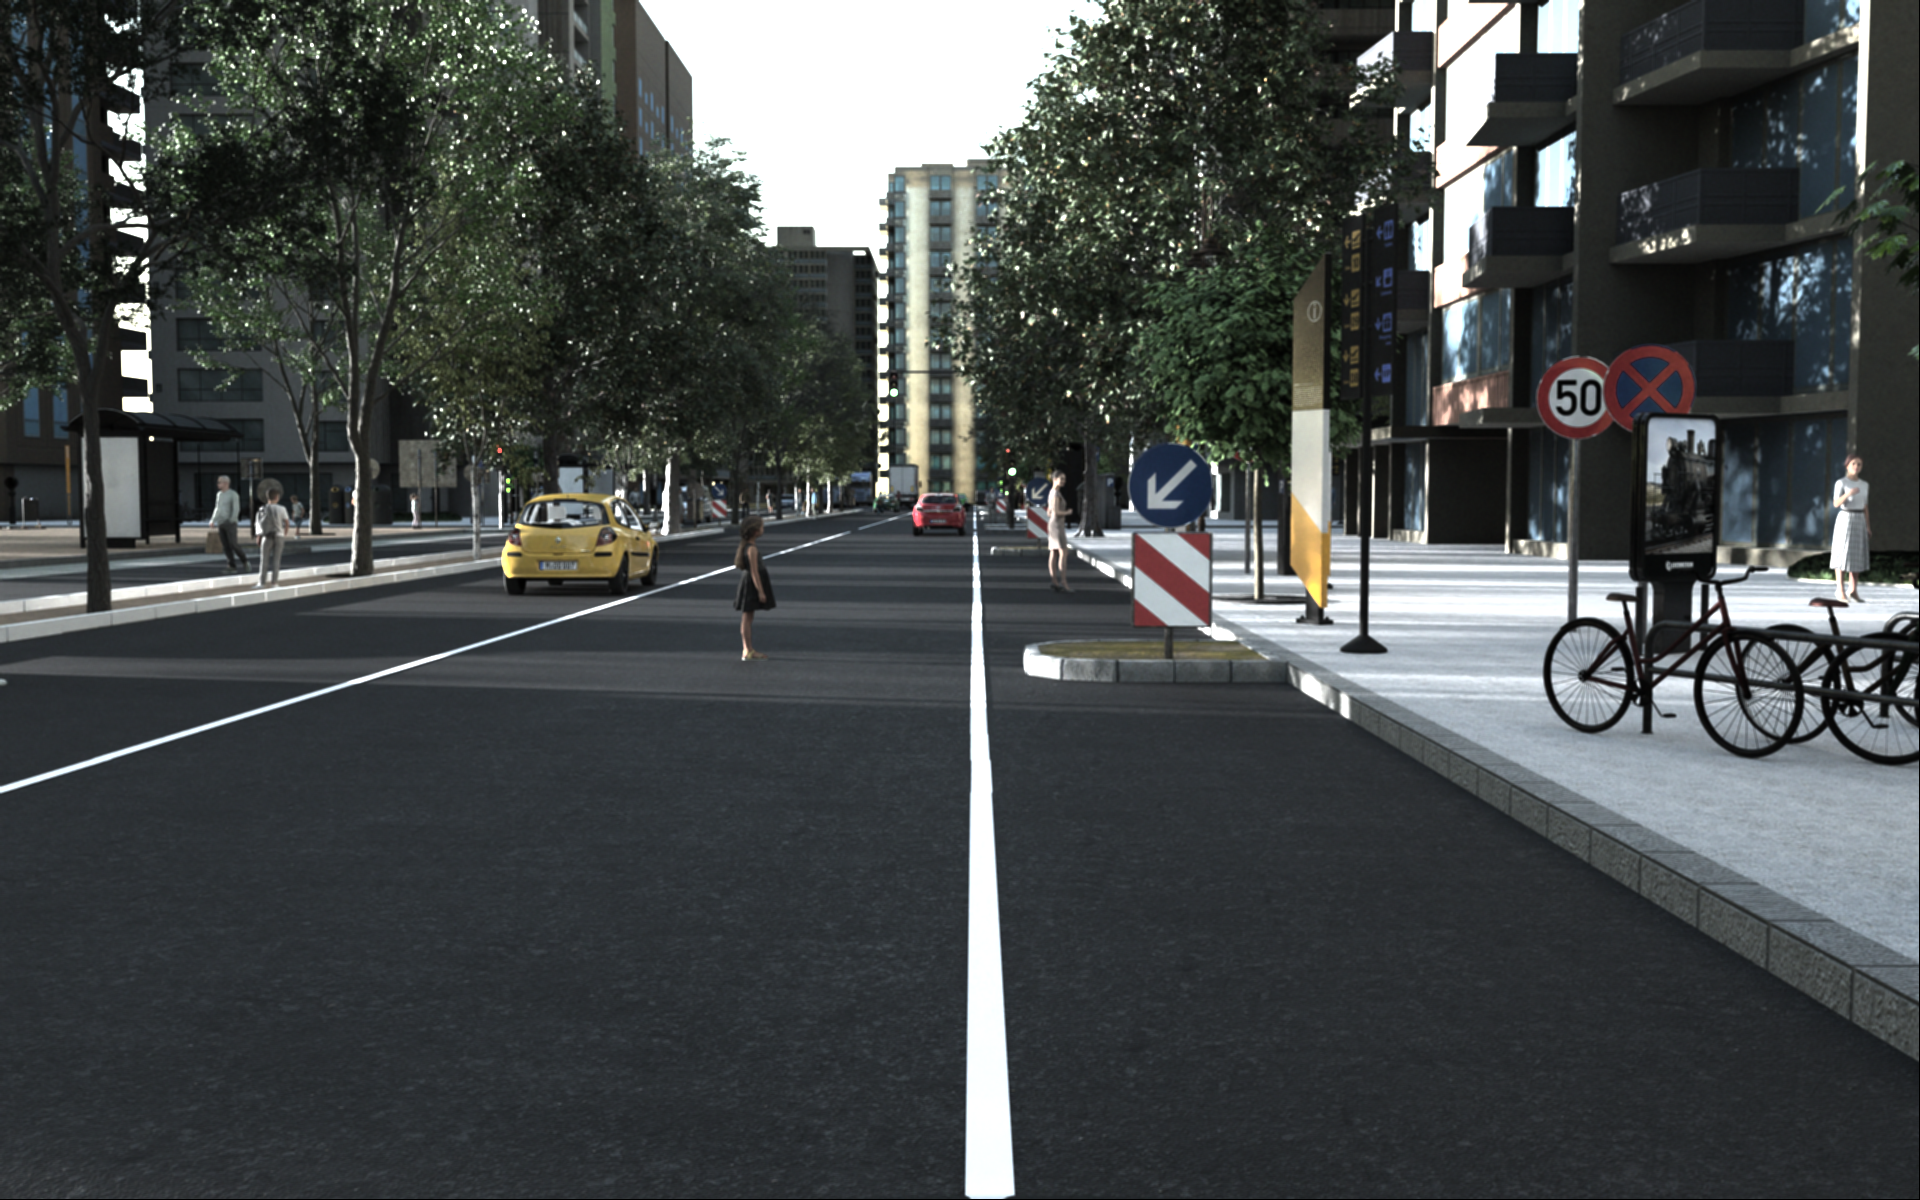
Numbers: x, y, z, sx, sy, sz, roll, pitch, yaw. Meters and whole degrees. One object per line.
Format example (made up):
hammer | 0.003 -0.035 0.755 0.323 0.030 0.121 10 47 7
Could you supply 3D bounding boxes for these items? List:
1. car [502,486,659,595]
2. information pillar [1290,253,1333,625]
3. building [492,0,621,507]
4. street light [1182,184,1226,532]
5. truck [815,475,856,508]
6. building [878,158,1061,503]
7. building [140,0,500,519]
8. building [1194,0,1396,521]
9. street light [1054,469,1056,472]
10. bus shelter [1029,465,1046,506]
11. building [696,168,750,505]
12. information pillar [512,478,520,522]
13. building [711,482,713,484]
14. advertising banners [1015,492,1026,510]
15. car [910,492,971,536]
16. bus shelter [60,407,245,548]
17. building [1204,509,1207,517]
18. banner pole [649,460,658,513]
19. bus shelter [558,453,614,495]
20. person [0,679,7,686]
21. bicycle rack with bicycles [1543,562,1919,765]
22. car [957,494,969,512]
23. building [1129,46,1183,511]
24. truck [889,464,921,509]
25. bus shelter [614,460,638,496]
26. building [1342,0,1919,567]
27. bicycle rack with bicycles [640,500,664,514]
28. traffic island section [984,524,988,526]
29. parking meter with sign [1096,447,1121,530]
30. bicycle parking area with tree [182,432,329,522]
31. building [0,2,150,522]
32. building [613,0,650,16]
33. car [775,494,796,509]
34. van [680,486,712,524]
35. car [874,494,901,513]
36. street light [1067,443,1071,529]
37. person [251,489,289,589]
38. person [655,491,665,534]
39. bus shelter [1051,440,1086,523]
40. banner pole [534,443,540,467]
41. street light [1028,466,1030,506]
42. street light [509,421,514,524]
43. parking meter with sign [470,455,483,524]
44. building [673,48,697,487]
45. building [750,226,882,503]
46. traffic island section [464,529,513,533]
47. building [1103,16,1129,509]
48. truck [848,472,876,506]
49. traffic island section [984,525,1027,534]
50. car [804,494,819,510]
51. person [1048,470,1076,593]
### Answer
car | -5.625 -0.968 26.054 2.015 1.641 3.980 0 4 -1
information pillar | 3.468 -1.574 17.096 0.183 3.616 0.504 -2 4 -29
building | -32.150 -26.708 120.267 14.154 41.232 14.086 0 4 0
street light | 3.674 -3.269 26.236 0.468 5.910 1.993 0 4 0
truck | -12.752 -11.612 179.610 2.967 4.110 18.799 0 4 1
building | 3.753 -38.537 249.693 30.456 49.044 23.786 0 4 0
building | -33.792 -19.675 93.383 14.160 30.474 14.107 0 4 0
building | 19.496 -19.317 87.540 14.107 30.474 14.160 0 4 0
street light | 3.988 -6.098 72.489 0.468 5.910 1.993 0 4 0
bus shelter | 5.015 -6.393 98.441 2.014 3.302 5.546 0 4 0
building | -38.643 -31.038 199.357 23.993 40.220 32.217 0 4 0
information pillar | -20.399 -4.581 79.383 0.304 2.012 0.304 1 4 14
building | -43.171 -29.037 246.461 14.107 30.474 14.160 0 4 0
advertising banners | 5.121 -8.862 141.078 2.074 3.025 0.090 3 4 36
car | -0.701 -3.184 61.094 2.155 1.783 4.494 0 4 1
bus shelter | -20.019 -3.021 43.323 2.014 3.302 5.546 0 4 0
building | 20.212 -25.674 103.363 14.154 41.232 14.086 0 4 0
banner pole | -19.617 -7.379 110.664 0.863 3.779 0.401 1 4 23
bus shelter | -19.559 -5.827 89.199 2.014 3.302 5.546 0 4 0
person | -7.503 -0.217 12.804 0.760 1.731 0.466 -2 4 -24
bicycle rack with bicycles | 4.772 0.293 8.590 2.852 0.926 2.925 -1 4 -21
car | -0.201 -8.098 141.194 1.959 1.807 4.718 0 4 -1
building | 23.652 -36.080 131.902 21.231 58.520 28.212 0 4 0
truck | -5.342 -10.944 167.854 2.839 4.237 11.283 0 4 1
bus shelter | -19.266 -6.200 95.295 2.014 3.302 5.546 0 4 1
building | 21.569 -23.600 40.480 22.147 44.769 28.867 0 4 0
bicycle rack with bicycles | -19.467 -6.118 113.412 2.852 0.926 2.925 3 4 36
traffic island section | 2.000 -3.046 72.088 2.009 0.180 2.903 0 4 0
parking meter with sign | 5.268 -4.082 63.006 0.543 3.016 1.738 -2 4 -28
bicycle parking area with tree | -35.140 -5.840 82.488 9.016 4.147 8.231 -2 4 -29
building | -50.654 -26.600 85.025 14.200 45.320 14.600 0 4 0
building | -34.204 -30.843 154.389 14.600 45.320 14.200 0 4 0
car | -16.101 -9.139 161.419 2.014 1.417 4.499 0 4 2
van | -13.165 -4.737 84.456 2.013 2.044 4.112 0 4 2
car | -5.707 -7.544 135.140 2.131 1.459 4.920 0 4 2
street light | 4.009 -5.552 63.555 0.468 5.910 1.993 0 4 0
person | -10.370 -0.913 26.015 0.523 1.515 0.503 3 5 39
person | -10.424 -3.243 61.367 0.795 1.843 0.661 -1 4 -22
bus shelter | 4.706 -5.269 77.425 1.731 3.624 6.357 0 4 1
banner pole | -20.733 -5.805 84.934 0.401 3.779 0.863 1 4 9
street light | 4.380 -8.366 109.567 0.468 5.910 1.993 0 4 0
street light | -18.943 -6.131 73.028 0.468 5.910 1.993 0 4 0
parking meter with sign | -21.304 -4.889 76.203 0.543 3.016 1.738 -1 4 -12
building | -33.914 -31.737 169.018 14.600 45.320 14.200 0 4 0
building | -24.051 -34.363 253.716 23.993 40.220 32.217 0 4 0
traffic island section | -17.007 -2.568 64.263 2.009 0.180 2.903 0 4 0
building | 23.774 -32.740 158.999 21.300 48.544 21.600 0 4 0
truck | -11.588 -13.626 212.539 2.967 4.110 18.799 0 4 1
traffic island section | 1.934 -2.558 64.103 2.009 0.180 2.903 0 4 0
car | -13.689 -9.118 159.295 2.015 1.641 3.980 0 4 1
person | 1.475 -1.010 25.360 0.374 1.781 0.599 0 4 -7
